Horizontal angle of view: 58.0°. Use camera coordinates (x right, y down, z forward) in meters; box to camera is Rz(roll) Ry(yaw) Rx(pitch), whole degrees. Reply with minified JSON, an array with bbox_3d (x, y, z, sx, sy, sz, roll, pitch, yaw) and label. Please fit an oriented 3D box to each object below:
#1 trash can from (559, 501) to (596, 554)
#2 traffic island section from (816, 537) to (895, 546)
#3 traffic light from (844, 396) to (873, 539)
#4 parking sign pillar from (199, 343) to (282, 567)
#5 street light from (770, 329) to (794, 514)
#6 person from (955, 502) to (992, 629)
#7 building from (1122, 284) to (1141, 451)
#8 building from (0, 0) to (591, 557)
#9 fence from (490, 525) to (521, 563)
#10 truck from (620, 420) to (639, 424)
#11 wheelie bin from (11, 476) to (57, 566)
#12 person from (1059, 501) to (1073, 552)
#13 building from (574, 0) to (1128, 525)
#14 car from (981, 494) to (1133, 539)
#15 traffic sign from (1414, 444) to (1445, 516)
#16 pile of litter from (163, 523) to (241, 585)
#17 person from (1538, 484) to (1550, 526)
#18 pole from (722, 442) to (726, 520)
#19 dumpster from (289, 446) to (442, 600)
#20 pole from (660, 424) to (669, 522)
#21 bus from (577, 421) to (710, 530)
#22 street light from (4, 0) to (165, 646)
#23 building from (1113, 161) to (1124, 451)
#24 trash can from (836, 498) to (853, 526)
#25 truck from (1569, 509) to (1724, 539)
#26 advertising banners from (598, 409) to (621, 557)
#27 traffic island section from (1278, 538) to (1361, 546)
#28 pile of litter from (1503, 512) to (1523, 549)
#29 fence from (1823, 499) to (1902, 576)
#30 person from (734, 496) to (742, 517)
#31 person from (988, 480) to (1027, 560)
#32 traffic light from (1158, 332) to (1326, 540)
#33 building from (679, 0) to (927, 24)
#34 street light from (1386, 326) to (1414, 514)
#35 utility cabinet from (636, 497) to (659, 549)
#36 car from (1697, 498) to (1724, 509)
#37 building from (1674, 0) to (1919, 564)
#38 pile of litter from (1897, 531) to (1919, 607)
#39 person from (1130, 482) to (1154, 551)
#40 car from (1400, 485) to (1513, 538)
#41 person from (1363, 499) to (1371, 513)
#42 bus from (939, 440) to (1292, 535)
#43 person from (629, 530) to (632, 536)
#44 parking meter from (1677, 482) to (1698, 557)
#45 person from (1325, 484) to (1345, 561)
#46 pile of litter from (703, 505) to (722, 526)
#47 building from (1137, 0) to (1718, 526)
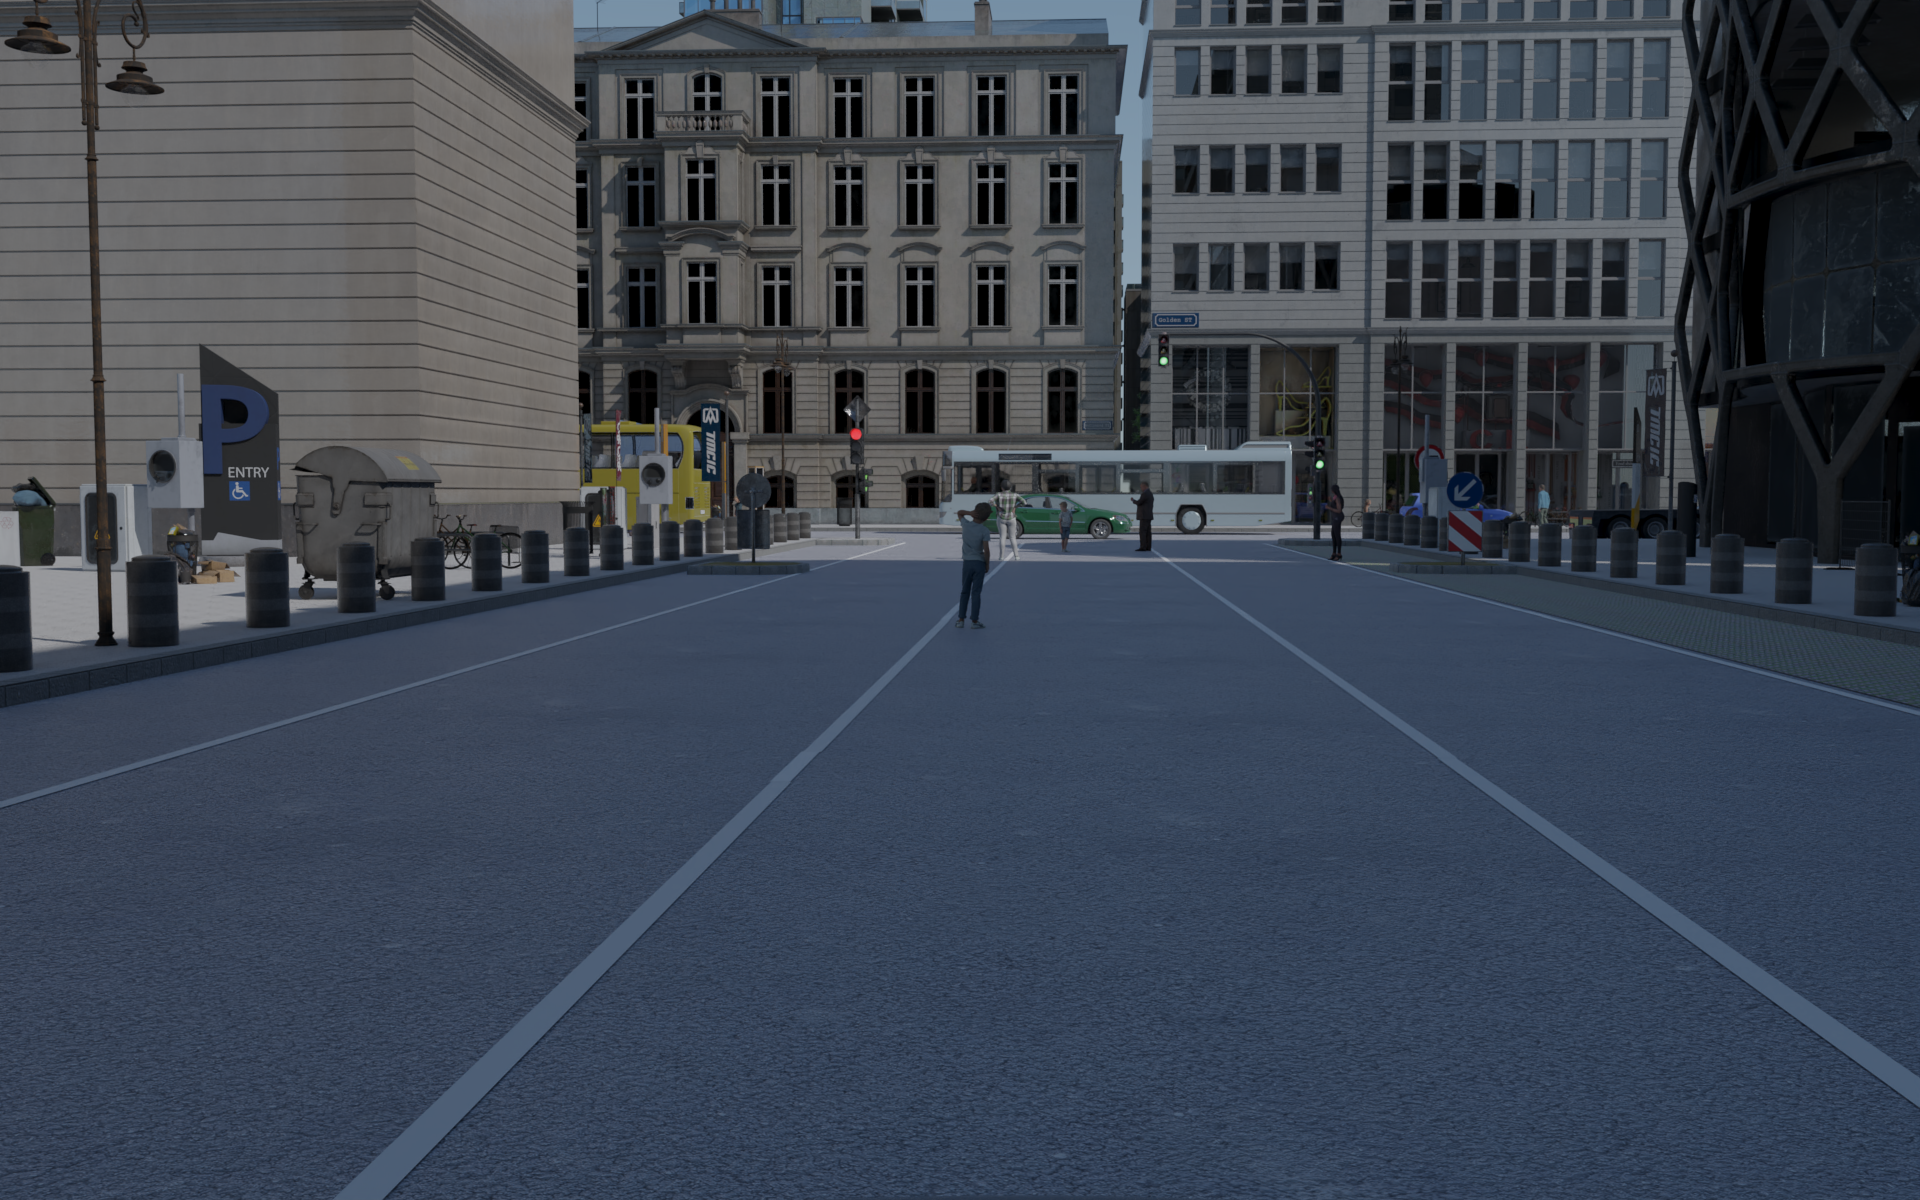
[{"bbox_3d":[-7.819,-1.455,35.446,0.748,1.137,0.748,0,3,0],"label":"trash can"},{"bbox_3d":[-2.953,-1.673,49.634,2.009,0.180,2.903,0,4,4],"label":"traffic island section"},{"bbox_3d":[-2.914,-3.705,49.496,0.839,4.253,0.868,0,4,4],"label":"traffic light"},{"bbox_3d":[-12.923,-2.607,31.091,1.447,3.967,1.447,-1,4,-14],"label":"parking sign pillar"},{"bbox_3d":[-4.982,-4.644,48.717,0.468,5.910,1.993,0,4,4],"label":"street light"},{"bbox_3d":[0.134,-0.373,18.515,0.435,1.345,0.340,1,4,12],"label":"person"},{"bbox_3d":[29.196,-28.303,234.455,14.107,30.474,14.160,0,4,4],"label":"building"},{"bbox_3d":[-22.564,-14.895,40.789,25.104,27.353,12.463,0,4,4],"label":"building"},{"bbox_3d":[-8.708,-1.084,33.097,0.278,0.683,2.069,-2,4,-30],"label":"fence"},{"bbox_3d":[-18.086,-4.571,64.502,18.799,4.110,2.967,0,4,5],"label":"truck"},{"bbox_3d":[-16.544,-1.408,30.924,0.693,1.594,0.980,-2,4,-35],"label":"wheelie bin"},{"bbox_3d":[2.610,-1.805,42.695,0.332,1.250,0.352,2,4,31],"label":"person"},{"bbox_3d":[-10.125,-15.810,77.582,34.723,24.649,14.460,0,4,4],"label":"building"},{"bbox_3d":[3.069,-2.679,55.599,4.920,1.459,2.131,0,4,5],"label":"car"},{"bbox_3d":[12.052,-2.717,44.532,0.768,2.556,0.104,0,4,4],"label":"traffic sign"},{"bbox_3d":[-11.096,-0.695,25.335,1.176,0.858,1.719,0,4,6],"label":"pile of litter"},{"bbox_3d":[21.482,-3.359,63.760,0.601,1.785,0.444,-1,4,-20],"label":"person"},{"bbox_3d":[-9.194,-4.517,67.688,0.158,3.312,0.155,0,3,0],"label":"pole"},{"bbox_3d":[-7.389,-0.969,21.609,1.264,1.857,1.865,0,4,4],"label":"dumpster"},{"bbox_3d":[-8.617,-3.467,50.530,0.158,3.312,0.155,0,3,0],"label":"pole"},{"bbox_3d":[-14.126,-3.842,54.372,12.252,3.916,2.896,0,4,4],"label":"bus"},{"bbox_3d":[-7.231,-2.551,14.490,0.468,5.910,1.993,0,4,4],"label":"street light"},{"bbox_3d":[11.537,-37.693,239.979,21.600,48.544,21.300,0,4,4],"label":"building"},{"bbox_3d":[-4.598,-3.503,68.922,0.748,1.137,0.748,0,3,0],"label":"trash can"},{"bbox_3d":[28.066,-3.783,51.611,18.799,4.110,2.967,0,4,3],"label":"truck"},{"bbox_3d":[-7.062,-2.379,35.079,0.090,3.025,2.074,0,4,1],"label":"advertising banners"},{"bbox_3d":[10.060,-1.621,48.782,2.009,0.180,2.903,0,4,4],"label":"traffic island section"},{"bbox_3d":[12.834,-1.651,40.955,1.176,0.858,1.719,0,4,8],"label":"pile of litter"},{"bbox_3d":[14.747,-1.043,28.259,0.480,1.192,2.264,1,4,8],"label":"fence"},{"bbox_3d":[-8.267,-3.199,64.715,0.435,1.345,0.340,1,4,21],"label":"person"},{"bbox_3d":[1.013,-1.728,37.480,0.841,1.734,0.376,0,4,-1],"label":"person"},{"bbox_3d":[7.928,-4.526,48.665,4.771,5.953,1.251,0,4,4],"label":"traffic light"},{"bbox_3d":[-13.073,-51.346,152.172,22.319,86.520,31.000,0,4,4],"label":"building"},{"bbox_3d":[12.104,-4.586,47.765,0.468,5.910,1.993,0,4,4],"label":"street light"},{"bbox_3d":[-7.326,-1.807,40.711,0.306,1.237,1.020,0,4,5],"label":"utility cabinet"},{"bbox_3d":[24.198,-2.683,55.877,4.499,1.417,2.014,0,4,3],"label":"car"},{"bbox_3d":[23.990,-10.235,34.789,16.820,18.784,16.811,0,4,4],"label":"building"},{"bbox_3d":[11.383,-0.372,20.051,1.176,0.858,1.719,2,4,32],"label":"pile of litter"},{"bbox_3d":[4.585,-2.098,43.492,0.600,1.739,0.565,0,4,-1],"label":"person"},{"bbox_3d":[15.373,-2.679,53.385,3.694,1.707,1.945,0,4,3],"label":"car"},{"bbox_3d":[14.420,-2.933,61.116,0.373,1.253,0.362,3,4,38],"label":"person"},{"bbox_3d":[5.076,-4.118,62.183,13.247,3.499,2.948,0,4,5],"label":"bus"},{"bbox_3d":[-11.434,-3.088,58.863,0.709,1.838,0.599,1,4,17],"label":"person"},{"bbox_3d":[14.797,-1.642,35.255,0.372,1.533,0.369,0,3,0],"label":"parking meter"},{"bbox_3d":[8.024,-1.666,37.204,0.415,1.643,0.593,-2,4,-27],"label":"person"},{"bbox_3d":[-9.837,-3.435,70.123,1.719,0.858,1.176,1,4,18],"label":"pile of litter"},{"bbox_3d":[22.762,-18.130,73.922,29.804,29.767,11.434,0,4,4],"label":"building"}]
